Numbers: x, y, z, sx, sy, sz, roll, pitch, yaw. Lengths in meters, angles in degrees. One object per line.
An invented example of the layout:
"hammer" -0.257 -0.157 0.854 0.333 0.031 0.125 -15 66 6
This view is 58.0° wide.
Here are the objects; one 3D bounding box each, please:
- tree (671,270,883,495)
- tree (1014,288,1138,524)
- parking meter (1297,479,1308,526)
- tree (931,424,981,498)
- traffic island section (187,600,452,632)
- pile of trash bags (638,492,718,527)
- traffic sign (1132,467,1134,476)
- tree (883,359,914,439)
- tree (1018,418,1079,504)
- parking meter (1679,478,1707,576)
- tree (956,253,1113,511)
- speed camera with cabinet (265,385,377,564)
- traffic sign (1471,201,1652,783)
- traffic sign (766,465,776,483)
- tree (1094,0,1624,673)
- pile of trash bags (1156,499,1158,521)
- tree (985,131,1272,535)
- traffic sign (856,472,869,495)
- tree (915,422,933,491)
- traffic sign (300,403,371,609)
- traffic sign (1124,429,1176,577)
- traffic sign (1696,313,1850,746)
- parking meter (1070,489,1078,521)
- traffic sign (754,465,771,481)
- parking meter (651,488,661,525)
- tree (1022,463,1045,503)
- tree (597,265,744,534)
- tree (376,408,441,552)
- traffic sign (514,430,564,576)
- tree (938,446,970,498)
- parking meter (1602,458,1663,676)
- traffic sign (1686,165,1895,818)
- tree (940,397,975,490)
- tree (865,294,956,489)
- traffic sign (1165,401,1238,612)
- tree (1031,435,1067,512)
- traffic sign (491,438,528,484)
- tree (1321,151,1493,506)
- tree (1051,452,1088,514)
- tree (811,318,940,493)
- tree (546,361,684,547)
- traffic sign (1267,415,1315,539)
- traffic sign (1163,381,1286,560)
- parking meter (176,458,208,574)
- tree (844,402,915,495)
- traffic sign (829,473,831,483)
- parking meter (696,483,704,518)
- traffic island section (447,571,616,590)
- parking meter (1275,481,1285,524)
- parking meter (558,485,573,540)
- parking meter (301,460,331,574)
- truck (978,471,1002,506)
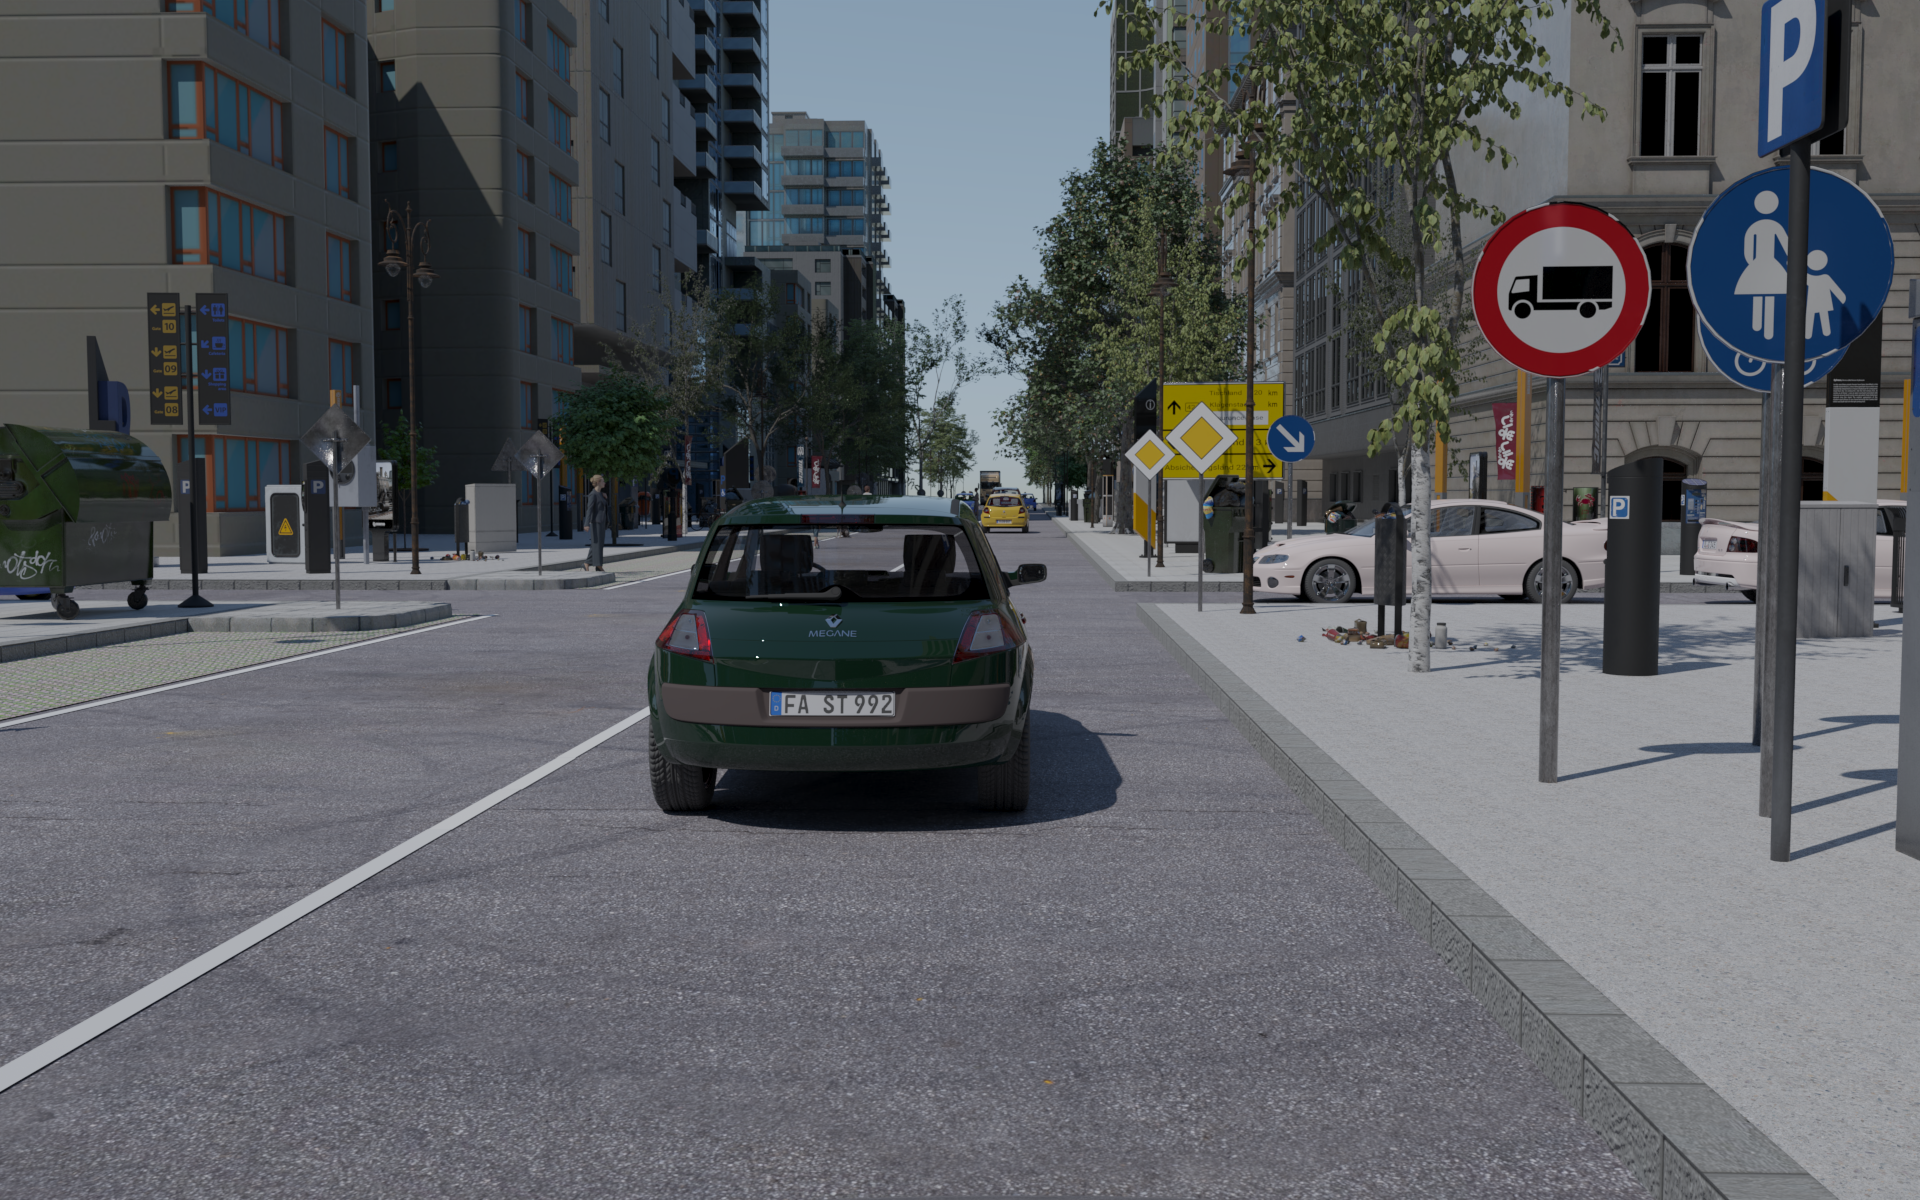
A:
"tree" -8.087 -8.390 71.587 8.767 10.594 7.601 0 4 3
"tree" 6.106 -8.577 74.643 7.601 10.594 8.767 3 5 43
"parking meter" 13.633 -3.872 69.010 0.399 1.863 0.255 -3 5 -39
"tree" -1.119 -19.546 245.336 9.928 11.665 9.643 0 3 0
"traffic island section" -6.944 0.183 19.284 2.009 0.180 2.903 0 4 2
"pile of trash bags" -10.928 -3.520 67.312 3.447 1.369 1.912 0 4 7
"traffic sign" 7.108 -4.131 67.654 0.768 2.556 0.104 1 4 9
"tree" -6.484 -9.248 85.625 8.767 10.594 7.601 0 4 -8
"tree" 12.590 -19.410 243.104 9.928 11.665 9.643 0 3 0
"parking meter" 11.605 -1.162 27.408 0.372 1.533 0.369 0 3 0
"tree" 6.973 -16.888 132.008 12.611 20.169 13.585 0 3 0
"speed camera with cabinet" -11.703 -2.283 31.669 2.038 3.252 0.660 1 4 18
"traffic sign" 2.622 -0.461 7.644 0.768 2.556 0.104 0 4 5
"traffic sign" -8.541 -4.698 76.916 0.768 2.556 0.104 0 4 6
"tree" 3.081 -3.784 12.231 4.737 8.622 4.395 0 3 0
"pile of trash bags" 9.210 -4.560 84.302 3.447 1.369 1.912 0 4 7
"tree" 5.375 -8.437 54.945 9.611 12.733 9.660 0 3 0
"traffic sign" -5.755 -6.239 102.118 0.768 2.556 0.104 0 4 7
"tree" -4.392 -11.160 132.826 4.737 8.622 4.395 0 3 0
"traffic sign" -6.920 -0.953 19.221 0.795 2.450 0.064 0 4 2
"traffic sign" 2.931 -1.417 26.805 0.795 2.450 0.064 0 4 2
"traffic sign" 4.089 -0.530 8.766 0.768 2.556 0.104 0 4 6
"parking meter" 5.463 -4.545 82.728 0.372 1.533 0.369 0 3 0
"traffic sign" -8.728 -4.675 76.548 0.768 2.556 0.104 1 4 9
"parking meter" -12.801 -3.948 72.953 0.372 1.533 0.369 0 3 0
"tree" 12.693 -20.522 253.656 7.486 12.596 7.792 0 3 0
"tree" -9.018 -6.407 55.118 4.360 8.622 3.978 0 3 0
"tree" -12.625 -2.711 38.927 1.663 3.219 1.824 0 3 0
"traffic sign" -6.605 -1.441 27.200 0.795 2.450 0.064 0 4 2
"tree" -0.608 -18.497 252.785 4.360 8.622 3.978 0 3 0
"parking meter" 4.785 -0.239 12.321 0.372 1.533 0.369 0 3 0
"traffic sign" 3.224 -0.410 6.815 0.768 2.556 0.104 0 4 7
"tree" -2.101 -17.376 202.228 7.486 12.596 7.792 0 3 0
"tree" -2.469 -18.794 163.171 12.611 20.169 13.585 0 3 0
"traffic sign" 2.616 -0.929 18.826 0.795 2.450 0.064 0 4 2
"tree" 6.944 -10.518 122.335 4.360 8.622 3.978 0 3 0
"traffic sign" -10.352 -2.433 39.791 0.884 2.594 0.081 1 4 8
"tree" 9.521 -5.285 36.767 4.360 8.622 3.978 0 3 0
"tree" 7.572 -7.893 112.767 4.285 4.588 4.351 0 3 0
"tree" -6.045 -11.871 112.219 7.486 12.596 7.792 0 3 0
"tree" -8.517 -3.622 42.934 4.285 4.588 4.351 0 3 0
"traffic sign" 5.330 -1.704 27.969 0.768 2.556 0.104 0 4 5
"traffic sign" 4.746 -2.297 31.433 2.265 3.308 0.079 1 4 12
"parking meter" -12.376 -1.357 27.906 0.399 1.863 0.255 1 4 13
"tree" -6.118 -10.410 120.568 4.737 8.622 4.395 0 3 0
"traffic sign" -7.631 -5.967 97.671 0.768 2.556 0.104 0 4 3
"parking meter" -13.854 -5.296 92.293 0.399 1.863 0.255 -3 5 -45
"traffic island section" -6.629 -0.305 27.263 2.009 0.180 2.903 0 4 2
"parking meter" 13.876 -4.247 75.155 0.399 1.863 0.255 1 4 17
"parking meter" -11.116 -2.471 48.813 0.372 1.533 0.369 0 3 0
"parking meter" -10.385 -1.359 27.925 0.399 1.863 0.255 -2 4 -34
"truck" 3.646 -13.464 209.056 2.839 4.237 11.283 0 4 2
